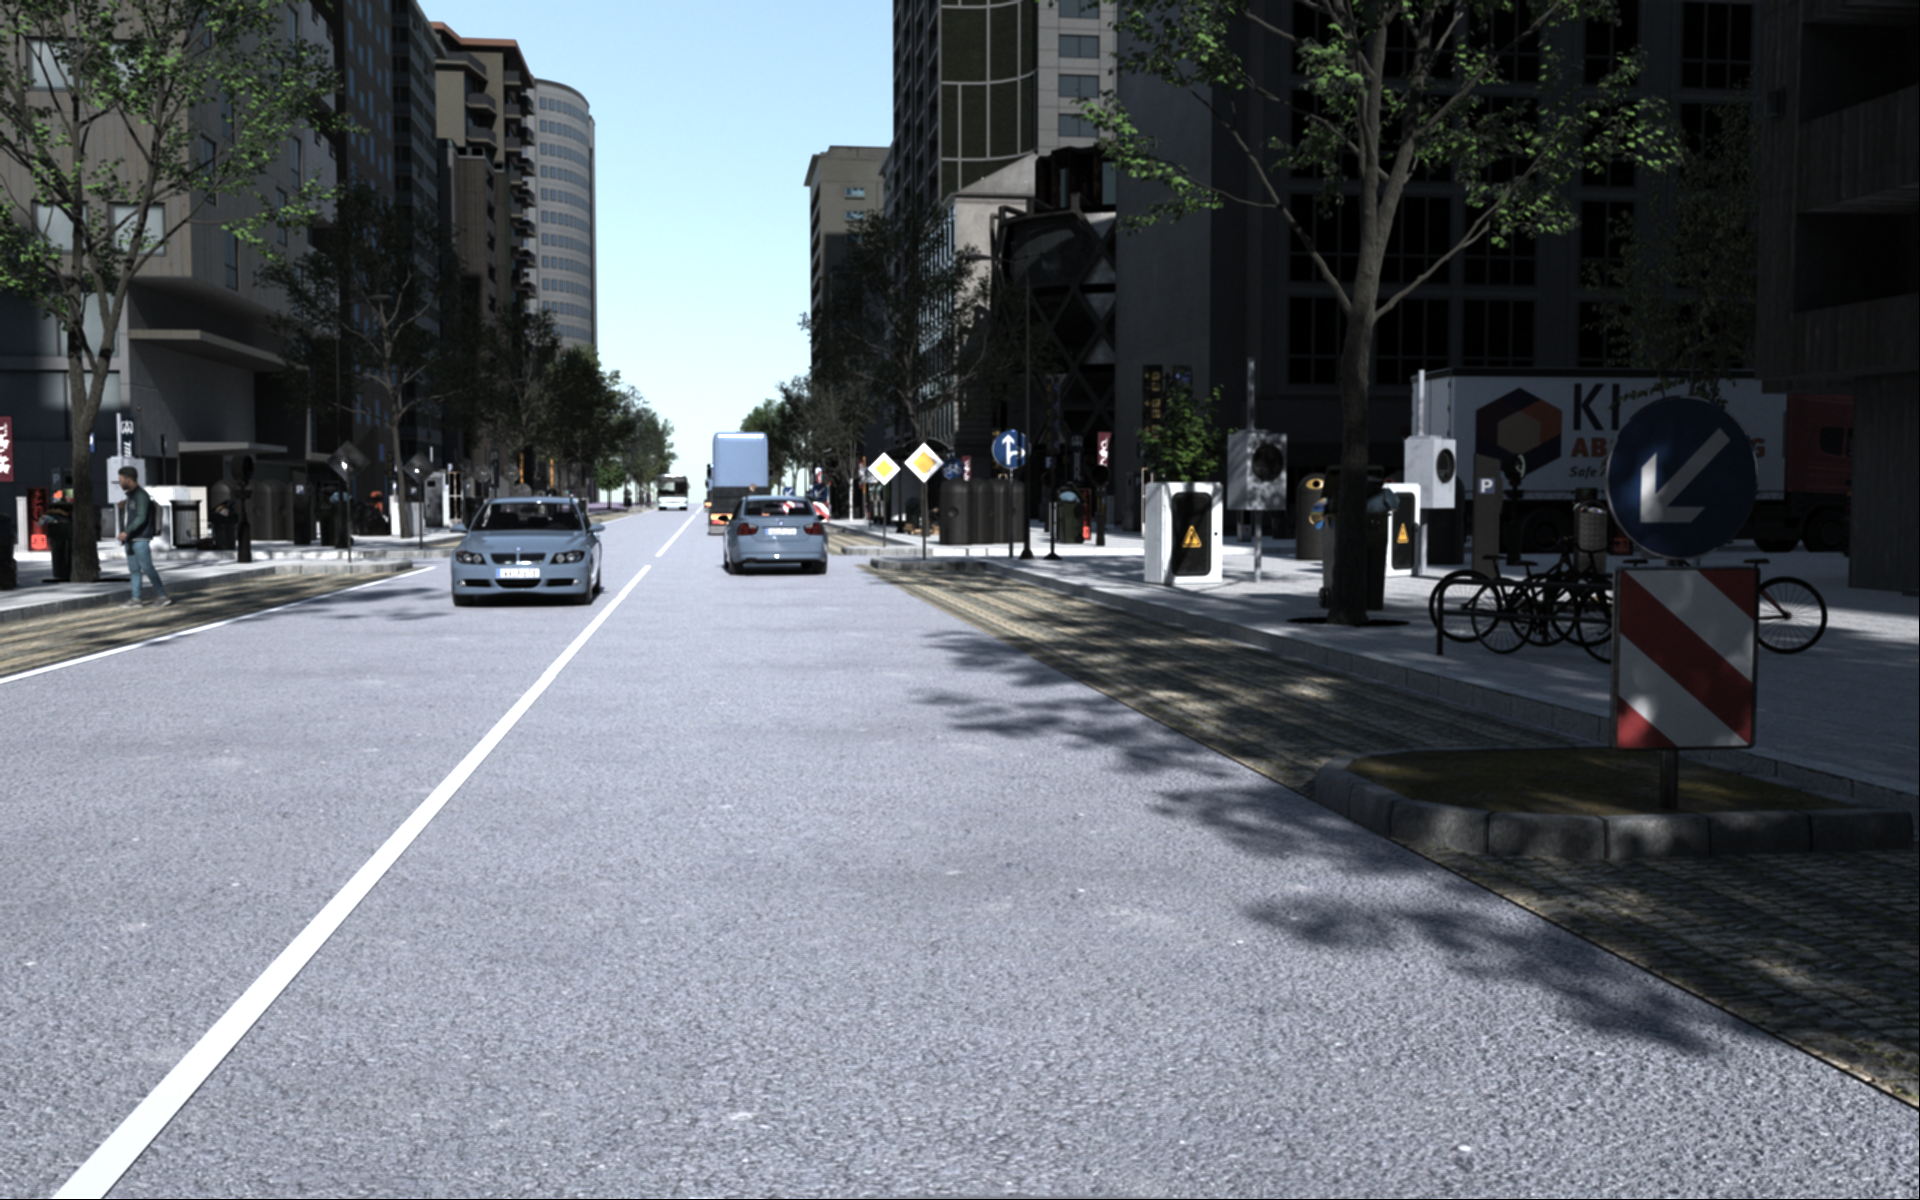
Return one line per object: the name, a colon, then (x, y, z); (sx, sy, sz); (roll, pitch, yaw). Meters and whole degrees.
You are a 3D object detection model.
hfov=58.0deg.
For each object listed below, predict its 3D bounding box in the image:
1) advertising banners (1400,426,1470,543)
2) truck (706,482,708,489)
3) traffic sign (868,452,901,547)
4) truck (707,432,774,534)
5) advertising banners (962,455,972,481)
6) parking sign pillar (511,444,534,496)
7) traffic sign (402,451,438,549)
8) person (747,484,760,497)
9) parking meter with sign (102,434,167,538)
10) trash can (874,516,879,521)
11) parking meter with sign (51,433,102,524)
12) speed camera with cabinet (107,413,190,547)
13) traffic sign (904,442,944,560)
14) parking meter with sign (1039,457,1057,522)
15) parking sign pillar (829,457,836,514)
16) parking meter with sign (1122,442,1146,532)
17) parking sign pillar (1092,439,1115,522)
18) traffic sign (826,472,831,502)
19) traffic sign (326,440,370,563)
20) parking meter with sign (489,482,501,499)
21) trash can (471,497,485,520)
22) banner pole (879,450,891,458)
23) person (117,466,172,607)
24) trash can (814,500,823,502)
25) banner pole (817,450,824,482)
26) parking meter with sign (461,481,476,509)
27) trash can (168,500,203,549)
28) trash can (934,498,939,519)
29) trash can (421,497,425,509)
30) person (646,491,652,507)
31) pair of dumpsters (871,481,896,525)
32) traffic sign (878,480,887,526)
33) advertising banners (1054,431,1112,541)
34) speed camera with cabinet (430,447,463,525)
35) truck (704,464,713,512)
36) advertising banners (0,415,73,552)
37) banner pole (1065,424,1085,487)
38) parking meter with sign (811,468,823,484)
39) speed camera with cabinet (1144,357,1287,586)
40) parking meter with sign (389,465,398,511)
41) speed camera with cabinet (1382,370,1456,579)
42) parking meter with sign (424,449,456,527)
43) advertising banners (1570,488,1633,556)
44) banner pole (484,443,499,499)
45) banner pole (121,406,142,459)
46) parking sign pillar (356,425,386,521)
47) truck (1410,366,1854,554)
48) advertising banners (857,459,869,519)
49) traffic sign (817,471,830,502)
advertising banners: (12.311, -2.980, 44.912); (2.074, 3.025, 0.090); (-1, 4, -16)
truck: (-29.840, -13.463, 216.047); (3.469, 3.379, 9.791); (-1, 4, -9)
traffic sign: (-1.824, -2.326, 41.669); (0.795, 2.450, 0.064); (0, 4, -8)
truck: (-8.742, -4.867, 69.335); (2.967, 4.110, 18.799); (0, 4, -8)
advertising banners: (0.954, -4.992, 77.803); (2.074, 3.025, 0.090); (2, 4, 32)
parking sign pillar: (-22.653, -6.177, 89.471); (1.447, 3.967, 1.447); (2, 4, 31)
traffic sign: (-12.514, -2.234, 40.175); (0.795, 2.450, 0.064); (0, 4, -8)
person: (-6.887, -3.016, 58.231); (0.534, 1.772, 0.576); (1, 4, 18)
parking meter with sign: (-24.032, -3.310, 50.381); (1.738, 3.016, 0.543); (-1, 4, -19)
trash can: (-3.778, -4.314, 82.192); (0.748, 1.137, 0.748); (0, 3, 0)
parking meter with sign: (-25.218, -3.215, 48.827); (0.543, 3.016, 1.738); (1, 4, 20)
speed camera with cabinet: (-19.856, -2.939, 42.387); (2.038, 3.252, 0.660); (1, 4, 19)
traffic sign: (-0.700, -1.842, 33.763); (0.795, 2.450, 0.064); (0, 4, -8)
parking meter with sign: (4.003, -5.107, 79.768); (0.543, 3.016, 1.738); (1, 4, 15)
parking sign pillar: (-7.866, -7.485, 110.845); (1.447, 3.967, 1.447); (0, 4, -5)
parking meter with sign: (5.995, -3.842, 59.081); (0.543, 3.016, 1.738); (-1, 4, -16)
parking sign pillar: (6.870, -5.648, 80.812); (1.447, 3.967, 1.447); (3, 5, 43)
traffic sign: (-7.748, -6.149, 100.634); (0.768, 2.556, 0.104); (0, 4, -6)
traffic sign: (-11.390, -1.751, 32.270); (0.795, 2.450, 0.064); (0, 4, -8)
parking meter with sign: (-30.299, -7.134, 112.901); (0.543, 3.016, 1.738); (2, 4, 27)
trash can: (-20.928, -3.874, 74.989); (0.748, 1.137, 0.748); (0, 3, 0)
banner pole: (-4.329, -6.637, 98.529); (0.863, 3.779, 0.401); (-1, 4, -16)
person: (-10.380, -0.796, 21.855); (0.623, 1.781, 0.721); (3, 4, 38)
trash can: (-8.077, -5.384, 99.676); (0.748, 1.137, 0.748); (0, 3, 0)
banner pole: (-7.704, -6.579, 97.585); (0.401, 3.779, 0.863); (0, 4, -2)
parking meter with sign: (-28.131, -6.224, 98.029); (1.738, 3.016, 0.543); (1, 4, 15)
trash can: (-18.251, -1.785, 40.837); (0.748, 1.137, 0.748); (0, 3, 0)
trash can: (-0.531, -2.915, 59.319); (0.748, 1.137, 0.748); (0, 3, 0)
trash can: (-29.056, -5.015, 93.657); (0.748, 1.137, 0.748); (0, 3, 0)
person: (-31.885, -10.325, 177.754); (0.568, 1.767, 0.683); (1, 4, 19)
pair of dumpsters: (-2.847, -4.326, 73.226); (1.574, 2.255, 4.437); (-1, 4, -8)
traffic sign: (-2.964, -4.226, 69.093); (0.884, 2.594, 0.081); (0, 4, -1)
advertising banners: (3.413, -3.167, 47.961); (2.074, 3.025, 0.090); (-3, 4, -36)
speed camera with cabinet: (-21.488, -4.766, 72.258); (2.038, 3.252, 0.660); (3, 5, 42)
truck: (-20.587, -9.738, 148.970); (2.967, 4.110, 18.799); (0, 4, -7)
advertising banners: (-20.550, -2.596, 38.631); (2.074, 3.025, 0.090); (0, 4, -5)
banner pole: (4.023, -4.393, 61.845); (0.863, 3.779, 0.401); (0, 4, 4)
parking meter with sign: (-9.451, -7.158, 113.286); (0.543, 3.016, 1.738); (1, 4, 10)
speed camera with cabinet: (3.657, -1.859, 24.723); (2.038, 3.252, 0.660); (-2, 4, -23)
parking meter with sign: (-30.914, -6.023, 94.729); (0.543, 3.016, 1.738); (-2, 4, -28)
speed camera with cabinet: (6.982, -1.999, 27.027); (2.038, 3.252, 0.660); (-3, 5, -45)
parking meter with sign: (-20.294, -4.310, 66.725); (1.738, 3.016, 0.543); (-1, 4, -15)
advertising banners: (13.779, -2.440, 36.082); (2.074, 3.025, 0.090); (3, 5, 40)
banner pole: (-23.832, -5.993, 88.001); (0.863, 3.779, 0.401); (-1, 4, -9)
banner pole: (-23.672, -3.644, 49.598); (0.863, 3.779, 0.401); (1, 4, 9)
parking sign pillar: (-23.057, -4.847, 67.719); (1.447, 3.967, 1.447); (3, 4, 36)
truck: (16.179, -3.113, 39.817); (11.283, 4.237, 2.839); (0, 4, -6)
advertising banners: (-4.525, -5.602, 87.775); (0.090, 3.025, 2.074); (3, 4, 39)
traffic sign: (-7.507, -5.845, 95.669); (0.768, 2.556, 0.104); (0, 4, 0)
